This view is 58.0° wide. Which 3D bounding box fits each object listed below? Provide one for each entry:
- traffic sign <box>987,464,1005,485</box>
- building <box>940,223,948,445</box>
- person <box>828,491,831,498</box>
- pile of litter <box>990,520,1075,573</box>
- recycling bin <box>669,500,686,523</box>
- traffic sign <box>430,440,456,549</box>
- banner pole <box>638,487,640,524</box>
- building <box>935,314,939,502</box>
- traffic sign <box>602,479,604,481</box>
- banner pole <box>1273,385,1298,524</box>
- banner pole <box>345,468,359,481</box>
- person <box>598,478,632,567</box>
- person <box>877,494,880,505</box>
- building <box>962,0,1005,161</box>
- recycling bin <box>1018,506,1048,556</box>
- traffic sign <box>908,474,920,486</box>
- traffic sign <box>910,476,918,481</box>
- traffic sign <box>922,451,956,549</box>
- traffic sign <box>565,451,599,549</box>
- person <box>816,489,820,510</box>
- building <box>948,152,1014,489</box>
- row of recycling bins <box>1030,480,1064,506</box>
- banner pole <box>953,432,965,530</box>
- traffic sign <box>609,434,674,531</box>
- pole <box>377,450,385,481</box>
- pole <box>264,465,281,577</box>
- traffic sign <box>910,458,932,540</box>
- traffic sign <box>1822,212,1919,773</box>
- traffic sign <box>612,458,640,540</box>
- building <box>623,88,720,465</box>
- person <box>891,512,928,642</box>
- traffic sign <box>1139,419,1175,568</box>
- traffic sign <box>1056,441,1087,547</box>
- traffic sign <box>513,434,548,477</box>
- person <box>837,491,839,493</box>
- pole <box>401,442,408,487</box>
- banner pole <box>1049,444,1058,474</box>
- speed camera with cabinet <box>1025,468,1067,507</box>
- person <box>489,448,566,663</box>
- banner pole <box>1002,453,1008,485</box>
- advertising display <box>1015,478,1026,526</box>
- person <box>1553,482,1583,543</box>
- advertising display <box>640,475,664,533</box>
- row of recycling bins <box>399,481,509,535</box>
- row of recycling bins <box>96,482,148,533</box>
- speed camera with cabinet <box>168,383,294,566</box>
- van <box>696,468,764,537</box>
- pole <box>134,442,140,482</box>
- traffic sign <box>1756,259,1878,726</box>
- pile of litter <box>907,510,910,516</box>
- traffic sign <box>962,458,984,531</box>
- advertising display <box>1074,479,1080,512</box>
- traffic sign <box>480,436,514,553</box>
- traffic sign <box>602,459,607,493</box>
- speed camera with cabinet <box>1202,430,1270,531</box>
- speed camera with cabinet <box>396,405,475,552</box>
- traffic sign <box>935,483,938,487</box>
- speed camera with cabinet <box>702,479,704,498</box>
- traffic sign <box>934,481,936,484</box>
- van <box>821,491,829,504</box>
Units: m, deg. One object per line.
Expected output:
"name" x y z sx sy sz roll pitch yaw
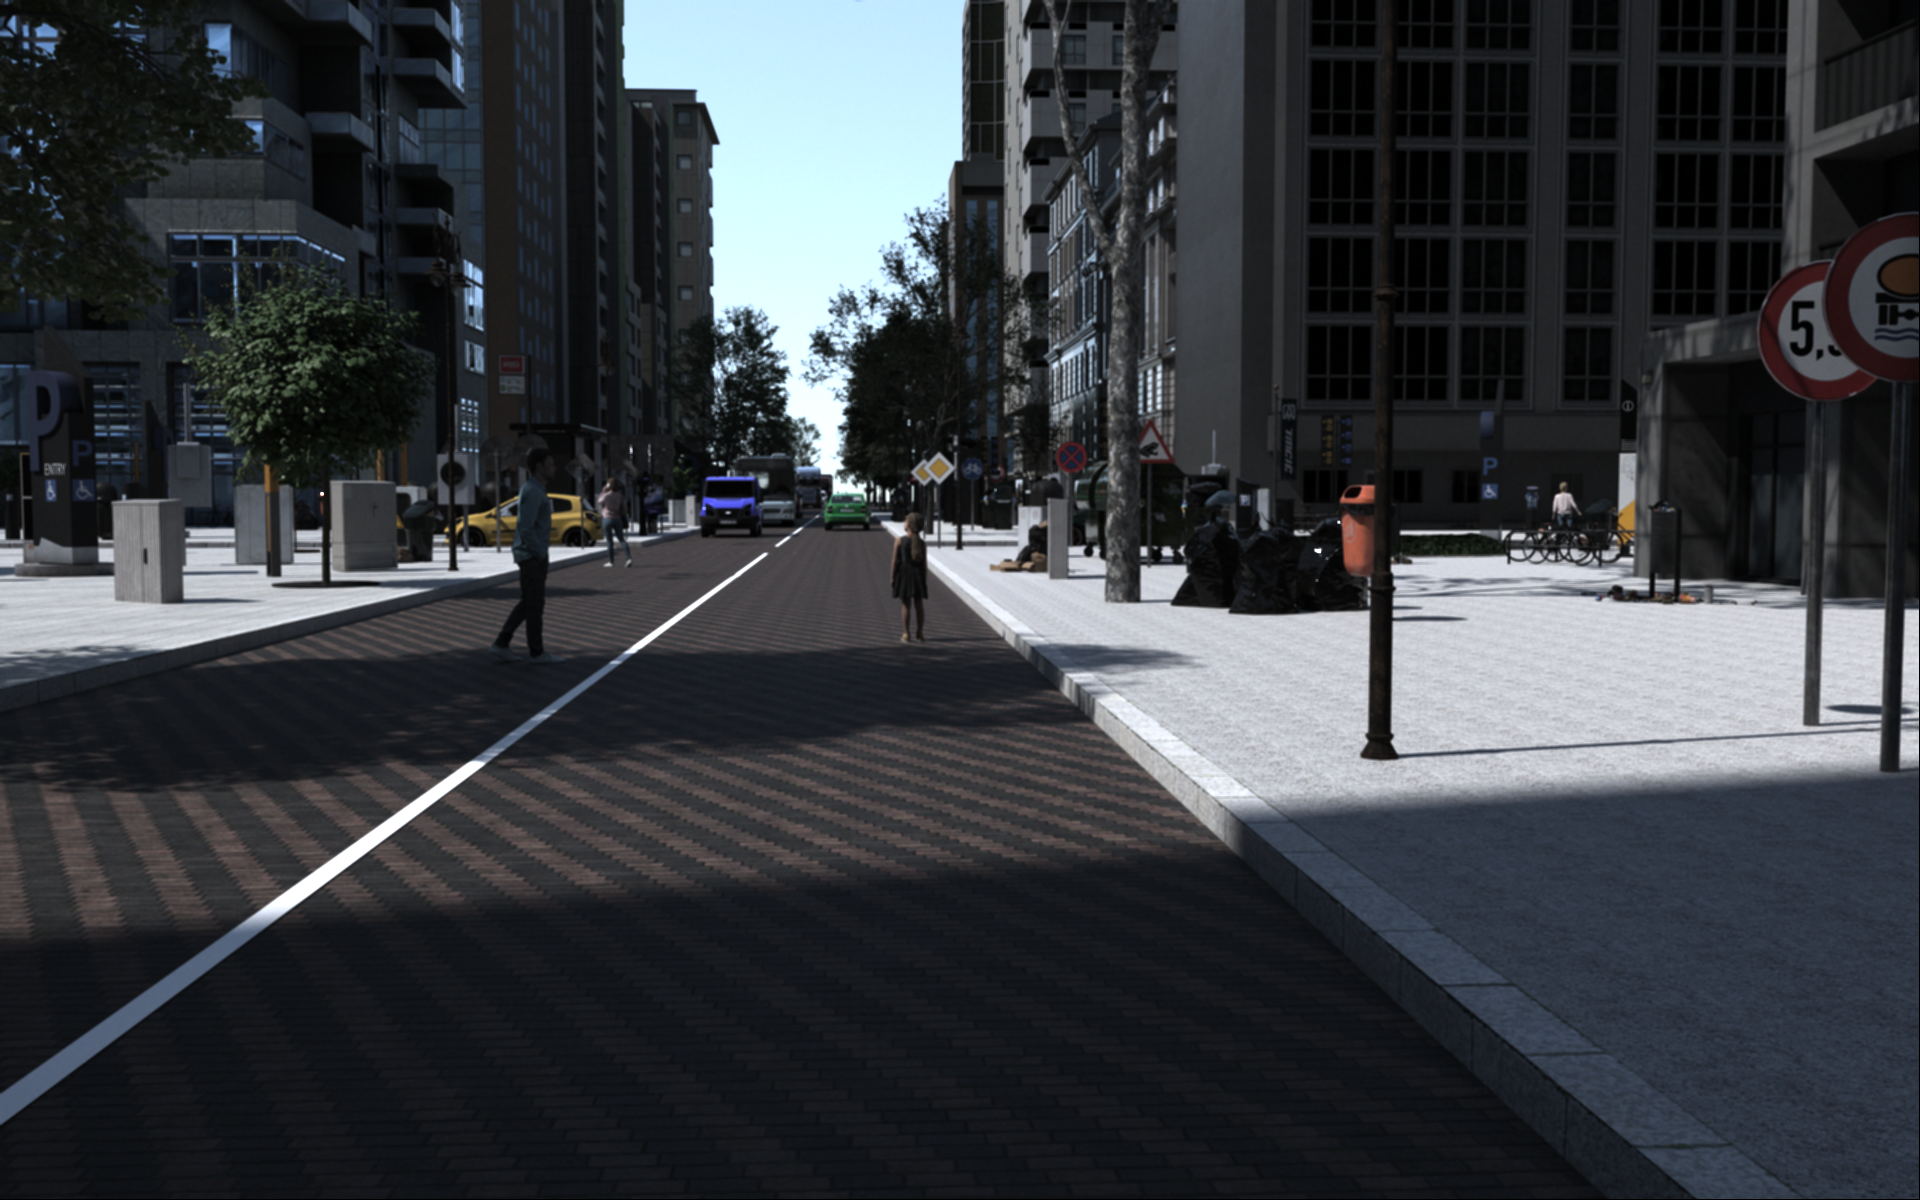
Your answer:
"traffic sign" 1.493 -4.434 72.599 0.768 2.556 0.104 0 4 4
"building" 3.917 -35.396 262.322 14.154 41.232 14.086 0 4 -4
"person" -17.460 -13.741 233.121 0.705 1.831 1.348 -3 5 -40
"pile of litter" 1.187 -0.903 28.736 1.176 0.858 1.719 -1 4 -23
"recycling bin" -12.482 -3.926 76.744 0.722 1.027 0.722 -1 4 -22
"traffic sign" -11.964 -2.483 40.595 0.884 2.594 0.081 0 4 -3
"banner pole" -13.452 -5.115 73.646 0.863 3.779 0.401 -3 4 -38
"building" 2.822 -30.892 276.779 14.160 30.474 14.107 0 4 -4
"traffic sign" -14.161 -4.168 68.246 0.768 2.556 0.104 0 4 3
"banner pole" 7.445 -3.051 39.896 0.863 3.779 0.401 -2 4 -29
"banner pole" -23.238 -4.654 66.114 0.401 3.779 0.863 2 4 28
"person" -6.742 -1.526 34.042 0.593 1.750 0.643 -3 5 -40
"person" -9.564 -11.798 204.624 0.599 1.433 0.991 2 4 33
"building" 8.945 -49.297 244.260 20.563 71.187 20.611 0 4 -4
"recycling bin" 1.676 -1.402 35.471 0.722 1.027 0.722 -3 5 -41
"traffic sign" -2.767 -6.411 104.926 0.768 2.556 0.104 0 4 -1
"traffic sign" -1.621 -4.361 71.312 0.884 2.594 0.081 0 4 1
"traffic sign" -0.492 -2.268 40.724 0.795 2.450 0.064 0 4 -4
"traffic sign" -8.770 -2.237 40.212 0.795 2.450 0.064 0 4 -4
"person" -13.004 -9.171 158.079 0.705 1.869 1.348 -1 4 -11
"building" 5.781 -35.311 227.437 14.600 45.320 14.200 0 4 -4
"row of recycling bins" 2.604 -2.755 52.154 1.069 1.692 3.534 0 4 2
"banner pole" -0.098 -4.389 61.778 0.401 3.779 0.863 -1 4 -22
"traffic sign" -10.903 -3.995 59.189 2.265 3.308 0.079 0 4 5
"pole" -16.556 -3.406 49.532 0.158 3.312 0.155 0 3 0
"pole" -10.657 -2.016 26.805 0.158 3.312 0.155 0 3 0
"traffic sign" -1.007 -2.755 48.693 0.795 2.450 0.064 0 4 -4
"traffic sign" 4.299 -0.479 7.932 0.768 2.556 0.104 0 4 4
"traffic sign" -9.285 -2.724 48.181 0.795 2.450 0.064 0 4 -4
"building" -46.875 -39.149 229.319 28.713 52.752 27.495 0 4 -4
"person" -0.493 -0.226 16.863 0.362 1.253 0.373 -1 4 -13
"traffic sign" 3.293 -1.841 30.104 0.884 2.594 0.081 0 4 -3
"traffic sign" 2.692 -2.553 41.854 0.768 2.556 0.104 0 4 6
"traffic sign" -9.155 -2.254 36.952 0.768 2.556 0.104 0 4 2
"person" -15.527 -12.978 220.672 0.705 1.826 1.348 -1 4 -22
"pole" -15.154 -3.266 47.249 0.158 3.312 0.155 0 3 0
"banner pole" 4.701 -5.942 87.167 0.401 3.779 0.863 3 5 43
"speed camera with cabinet" 3.697 -4.975 75.683 2.038 3.252 0.660 3 5 39
"person" -3.687 -0.378 14.706 0.620 1.820 0.660 -1 4 -21
"banner pole" 2.748 -7.123 106.477 0.401 3.779 0.863 2 4 27
"advertising display" 2.439 -3.974 70.182 0.123 1.923 0.974 -1 4 -17
"person" 15.805 -2.192 45.008 0.731 1.740 0.598 1 4 14
"advertising display" -10.141 -3.170 57.043 0.123 1.923 0.974 3 4 37
"row of recycling bins" -16.086 -2.937 55.139 3.534 1.692 1.069 -3 4 -36
"row of recycling bins" -28.724 -3.071 57.326 3.534 1.692 1.069 -1 4 -9
"speed camera with cabinet" -13.166 -2.262 31.314 2.038 3.252 0.660 -1 4 -20
"van" -7.773 -3.347 59.104 2.240 2.365 5.245 0 4 -4
"pole" -32.223 -4.525 67.829 0.158 3.312 0.155 0 3 0
"traffic sign" 4.719 -0.576 9.524 0.768 2.556 0.104 0 4 0
"pile of litter" -3.213 -4.990 95.547 1.719 0.858 1.176 2 4 31
"traffic sign" 0.441 -3.702 60.635 0.768 2.556 0.104 0 4 -3
"advertising display" 5.321 -4.203 73.941 0.974 1.923 0.123 2 4 31
"traffic sign" -10.074 -2.303 37.760 0.768 2.556 0.104 0 3 0
"traffic sign" -12.808 -3.844 62.947 0.768 2.556 0.104 0 4 6
"speed camera with cabinet" 8.597 -3.651 54.023 2.038 3.252 0.660 0 4 0
"speed camera with cabinet" -11.790 -2.680 38.160 2.038 3.252 0.660 0 4 0
"traffic sign" -1.659 -6.529 108.878 0.606 2.300 0.079 0 4 0
"speed camera with cabinet" -14.321 -6.422 99.332 2.038 3.252 0.660 0 4 -7
"traffic sign" -1.484 -5.633 92.198 0.768 2.556 0.104 0 4 -2
"van" -17.007 -12.469 210.882 2.013 2.044 4.112 0 4 -4
